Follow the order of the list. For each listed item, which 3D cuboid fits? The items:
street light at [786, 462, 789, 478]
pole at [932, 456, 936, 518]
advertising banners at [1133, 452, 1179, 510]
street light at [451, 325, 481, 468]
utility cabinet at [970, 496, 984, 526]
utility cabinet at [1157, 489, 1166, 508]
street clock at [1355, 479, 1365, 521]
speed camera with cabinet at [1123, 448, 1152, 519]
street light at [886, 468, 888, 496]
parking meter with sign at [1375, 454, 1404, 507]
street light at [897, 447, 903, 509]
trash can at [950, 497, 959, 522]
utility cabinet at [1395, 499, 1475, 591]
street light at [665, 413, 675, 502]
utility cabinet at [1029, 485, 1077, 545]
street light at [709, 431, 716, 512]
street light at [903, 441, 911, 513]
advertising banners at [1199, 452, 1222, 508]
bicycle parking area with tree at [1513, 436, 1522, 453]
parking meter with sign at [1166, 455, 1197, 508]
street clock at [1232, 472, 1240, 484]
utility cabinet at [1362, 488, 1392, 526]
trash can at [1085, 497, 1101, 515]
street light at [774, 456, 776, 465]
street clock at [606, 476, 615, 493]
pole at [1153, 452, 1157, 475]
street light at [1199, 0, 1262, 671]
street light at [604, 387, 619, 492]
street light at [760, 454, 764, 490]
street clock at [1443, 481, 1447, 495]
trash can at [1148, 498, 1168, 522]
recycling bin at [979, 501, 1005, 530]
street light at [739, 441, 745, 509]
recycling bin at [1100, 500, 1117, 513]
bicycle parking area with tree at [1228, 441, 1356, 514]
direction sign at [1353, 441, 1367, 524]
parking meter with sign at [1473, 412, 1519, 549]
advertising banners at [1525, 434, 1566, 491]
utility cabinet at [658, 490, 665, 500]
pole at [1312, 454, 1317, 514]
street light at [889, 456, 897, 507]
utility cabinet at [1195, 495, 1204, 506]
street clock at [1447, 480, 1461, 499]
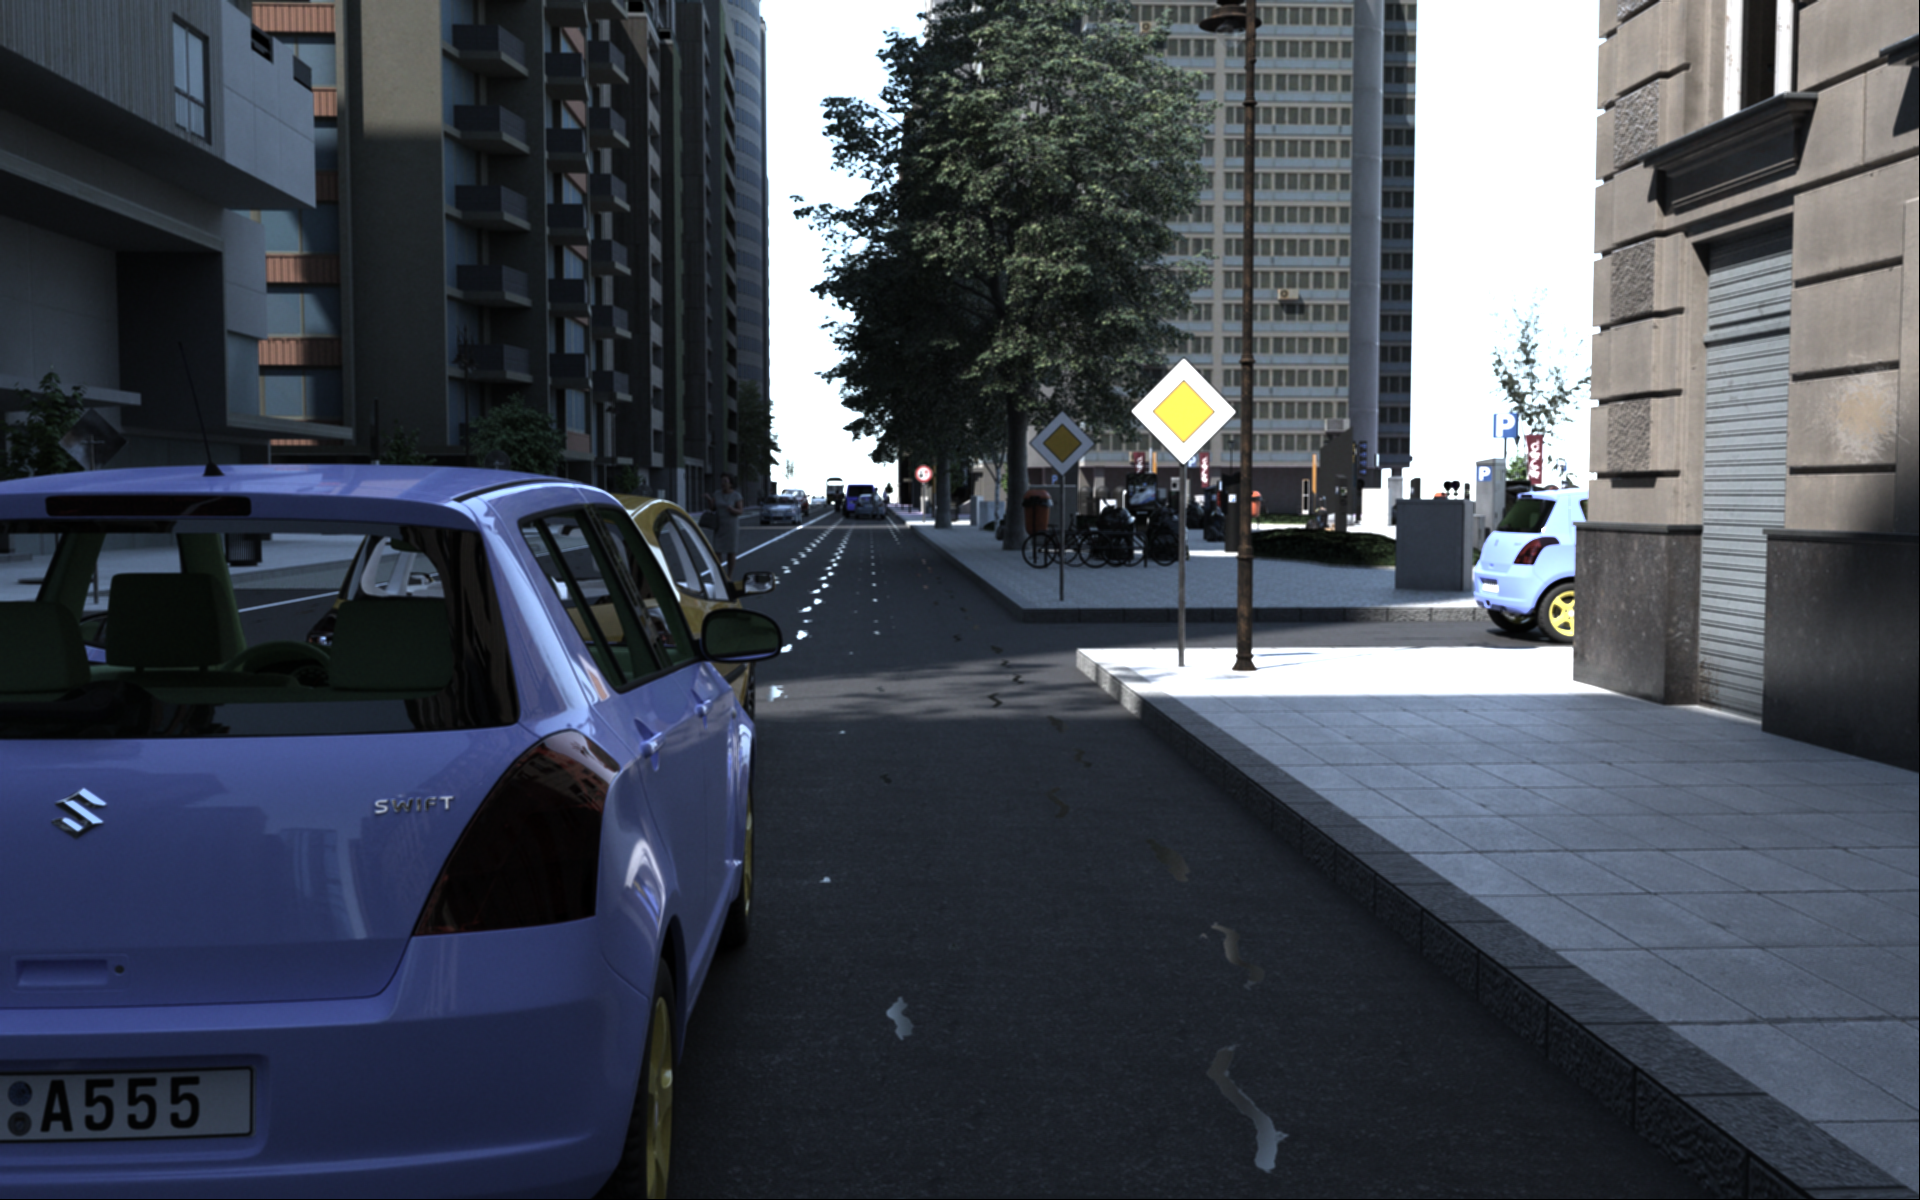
[{"bbox_3d":[-23.323,-16.010,234.548,0.468,5.910,1.993,0,4,-3],"label":"street light"},{"bbox_3d":[-1.397,-6.047,92.712,0.158,3.312,0.155,0,3,0],"label":"pole"},{"bbox_3d":[8.118,-4.597,71.355,2.074,3.025,0.090,1,4,22],"label":"advertising banners"},{"bbox_3d":[-13.486,-4.563,47.397,0.468,5.910,1.993,0,4,-3],"label":"street light"},{"bbox_3d":[0.706,-3.657,70.953,0.306,1.237,1.020,1,4,17],"label":"utility cabinet"},{"bbox_3d":[8.033,-3.744,69.888,0.318,1.500,1.173,0,4,-6],"label":"utility cabinet"},{"bbox_3d":[18.939,-4.746,82.167,0.471,2.002,0.358,0,4,8],"label":"street clock"},{"bbox_3d":[7.799,-4.956,75.366,0.660,3.252,2.038,-1,4,-22],"label":"speed camera with cabinet"},{"bbox_3d":[-9.202,-15.564,227.261,0.468,5.910,1.993,0,4,-3],"label":"street light"},{"bbox_3d":[18.858,-4.814,74.973,1.738,3.016,0.543,1,4,22],"label":"parking meter with sign"},{"bbox_3d":[-4.791,-10.469,143.952,0.468,5.910,1.993,0,4,-3],"label":"street light"},{"bbox_3d":[-0.394,-4.189,80.148,0.748,1.137,0.748,0,3,0],"label":"trash can"},{"bbox_3d":[6.377,-0.741,23.284,0.306,1.237,1.020,-3,5,-44],"label":"utility cabinet"},{"bbox_3d":[-16.201,-7.594,96.953,0.468,5.910,1.993,0,4,-3],"label":"street light"},{"bbox_3d":[2.297,-2.101,43.034,1.173,1.500,0.318,0,3,0],"label":"utility cabinet"},{"bbox_3d":[-17.692,-9.267,124.310,0.468,5.910,1.993,0,4,-3],"label":"street light"},{"bbox_3d":[-3.372,-8.775,116.253,0.468,5.910,1.993,0,4,-3],"label":"street light"},{"bbox_3d":[10.717,-4.615,71.641,2.074,3.025,0.090,3,5,45],"label":"advertising banners"},{"bbox_3d":[29.876,-6.014,85.328,8.231,4.147,9.016,0,4,8],"label":"bicycle parking area with tree"},{"bbox_3d":[9.948,-5.038,78.639,0.543,3.016,1.738,-2,4,-34],"label":"parking meter with sign"},{"bbox_3d":[9.065,-3.158,56.200,0.471,2.002,0.358,-1,4,-15],"label":"street clock"},{"bbox_3d":[16.616,-3.691,69.026,1.173,1.500,0.318,3,5,43],"label":"utility cabinet"},{"bbox_3d":[6.173,-4.194,80.219,0.748,1.137,0.748,0,3,0],"label":"trash can"},{"bbox_3d":[-22.002,-14.334,207.143,0.468,5.910,1.993,0,4,-3],"label":"street light"},{"bbox_3d":[-14.405,-4.085,71.361,0.358,2.002,0.471,-1,4,-23],"label":"street clock"},{"bbox_3d":[9.520,-5.559,84.732,0.158,3.312,0.155,0,3,0],"label":"pole"},{"bbox_3d":[2.070,-2.425,12.433,0.468,5.910,1.993,0,4,-3],"label":"street light"},{"bbox_3d":[-15.021,-6.250,74.969,0.468,5.910,1.993,0,4,-3],"label":"street light"},{"bbox_3d":[-20.538,-12.675,180.028,0.468,5.910,1.993,0,4,-3],"label":"street light"},{"bbox_3d":[26.534,-5.484,94.236,0.358,2.002,0.471,-3,5,-41],"label":"street clock"},{"bbox_3d":[6.950,-3.024,61.093,0.748,1.137,0.748,0,3,0],"label":"trash can"},{"bbox_3d":[1.146,-3.003,61.648,0.722,1.027,0.722,-2,4,-24],"label":"recycling bin"},{"bbox_3d":[-18.994,-10.933,151.543,0.468,5.910,1.993,0,4,-3],"label":"street light"},{"bbox_3d":[6.740,-4.042,78.643,0.722,1.027,0.722,1,4,8],"label":"recycling bin"},{"bbox_3d":[17.210,-6.511,93.451,8.231,4.147,9.016,1,4,11],"label":"bicycle parking area with tree"},{"bbox_3d":[16.938,-5.011,73.934,0.876,3.537,0.379,-1,4,-13],"label":"direction sign"},{"bbox_3d":[11.167,-2.464,36.543,0.543,3.016,1.738,3,5,39],"label":"parking meter with sign"},{"bbox_3d":[17.438,-3.307,50.262,2.074,3.025,0.090,2,4,28],"label":"advertising banners"},{"bbox_3d":[-15.301,-4.899,88.775,0.318,1.500,1.173,0,4,-7],"label":"utility cabinet"},{"bbox_3d":[18.161,-5.807,88.785,0.158,3.312,0.155,0,3,0],"label":"pole"},{"bbox_3d":[-7.728,-13.884,199.783,0.468,5.910,1.993,0,4,-3],"label":"street light"},{"bbox_3d":[12.656,-4.916,91.532,0.306,1.237,1.020,-1,4,-8],"label":"utility cabinet"},{"bbox_3d":[25.868,-5.249,90.384,0.358,2.002,0.471,-2,4,-25],"label":"street clock"}]
